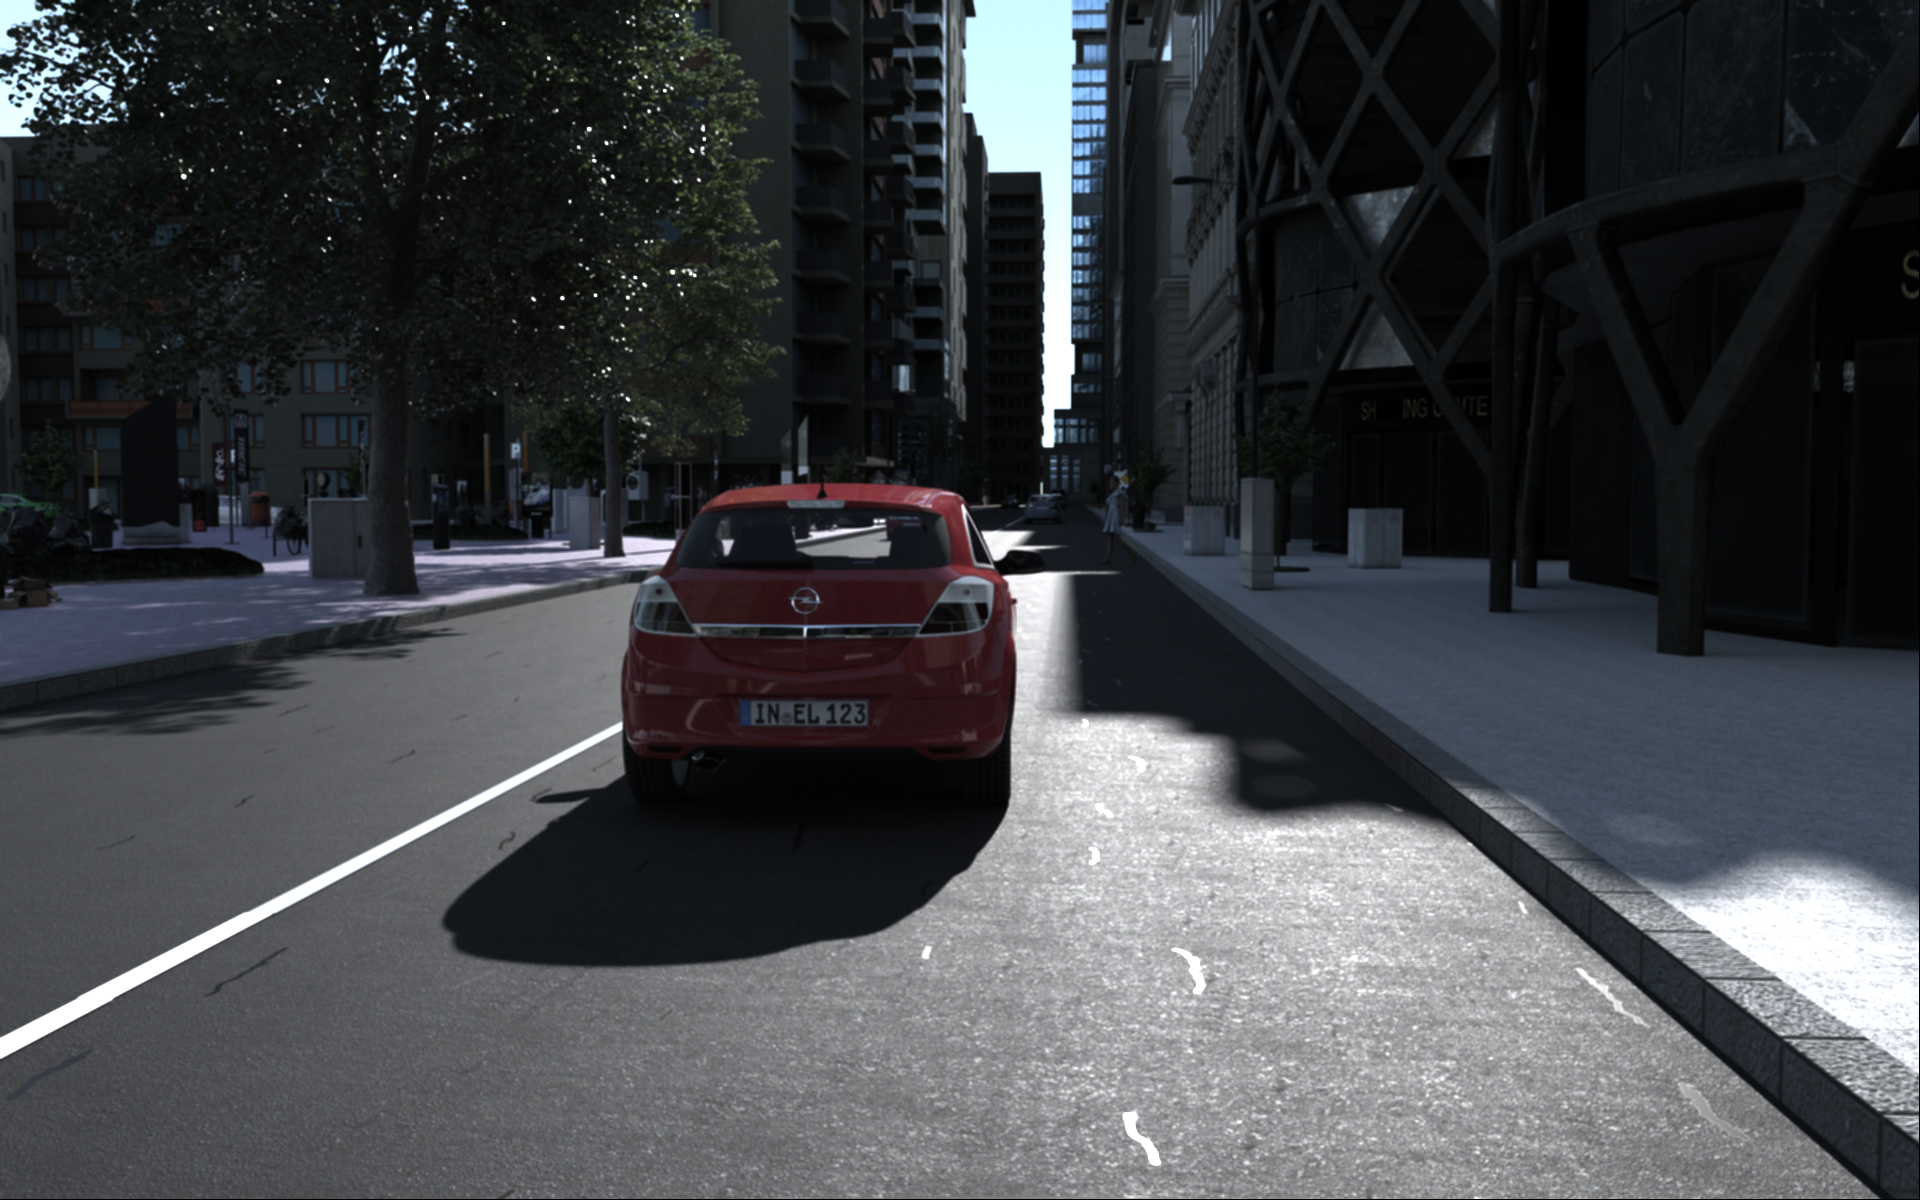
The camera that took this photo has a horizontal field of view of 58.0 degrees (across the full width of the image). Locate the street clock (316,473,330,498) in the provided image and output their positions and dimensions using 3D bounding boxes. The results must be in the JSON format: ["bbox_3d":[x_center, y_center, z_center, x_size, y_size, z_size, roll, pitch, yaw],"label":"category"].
[{"bbox_3d":[-21.545,-3.308,58.649,0.471,2.002,0.358,2,4,32],"label":"street clock"}]

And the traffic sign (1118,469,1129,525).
[{"bbox_3d":[6.629,-4.011,69.222,0.795,2.450,0.064,0,4,4],"label":"traffic sign"}]

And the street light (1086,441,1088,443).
[{"bbox_3d":[11.748,-10.985,152.140,1.470,5.913,1.316,0,4,4],"label":"street light"}]

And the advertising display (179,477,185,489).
[{"bbox_3d":[-28.818,-3.593,63.959,0.123,1.923,0.974,0,4,-6],"label":"advertising display"}]

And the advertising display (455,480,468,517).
[{"bbox_3d":[-22.646,-4.492,78.657,0.123,1.923,0.974,1,4,12],"label":"advertising display"}]

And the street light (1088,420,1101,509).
[{"bbox_3d":[8.957,-8.339,108.882,1.470,5.913,1.316,0,4,4],"label":"street light"}]

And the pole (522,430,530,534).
[{"bbox_3d":[-13.855,-3.757,55.273,0.158,3.312,0.155,0,3,0],"label":"pole"}]

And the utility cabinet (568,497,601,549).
[{"bbox_3d":[-8.785,-1.798,40.552,0.306,1.237,1.020,-3,5,-40],"label":"utility cabinet"}]

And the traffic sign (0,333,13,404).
[{"bbox_3d":[-7.018,-0.738,12.177,0.768,2.556,0.104,0,4,7],"label":"traffic sign"}]

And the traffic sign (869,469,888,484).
[{"bbox_3d":[-3.294,-4.050,69.864,0.795,2.450,0.064,0,4,4],"label":"traffic sign"}]

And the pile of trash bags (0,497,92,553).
[{"bbox_3d":[-16.990,-1.258,30.316,1.912,1.369,3.447,1,4,14],"label":"pile of trash bags"}]

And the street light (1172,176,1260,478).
[{"bbox_3d":[3.790,-3.233,25.400,1.470,5.913,1.316,0,4,4],"label":"street light"}]

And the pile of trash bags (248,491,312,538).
[{"bbox_3d":[-19.846,-2.581,51.953,1.912,1.369,3.447,2,4,27],"label":"pile of trash bags"}]

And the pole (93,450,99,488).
[{"bbox_3d":[-39.645,-5.240,79.515,0.158,3.312,0.155,0,3,0],"label":"pole"}]

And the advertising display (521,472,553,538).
[{"bbox_3d":[-12.273,-2.755,50.259,0.974,1.923,0.123,1,4,17],"label":"advertising display"}]

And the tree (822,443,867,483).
[{"bbox_3d":[-4.222,-4.293,64.789,1.663,3.219,1.824,0,3,0],"label":"tree"}]

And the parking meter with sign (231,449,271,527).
[{"bbox_3d":[-27.789,-4.382,67.900,0.543,3.016,1.738,1,4,18],"label":"parking meter with sign"}]

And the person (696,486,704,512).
[{"bbox_3d":[-11.208,-3.993,74.054,0.573,1.790,0.520,-1,4,-11],"label":"person"}]

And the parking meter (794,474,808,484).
[{"bbox_3d":[-4.546,-2.671,49.387,0.399,1.863,0.255,0,4,8],"label":"parking meter"}]

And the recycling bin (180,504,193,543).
[{"bbox_3d":[-20.641,-2.021,45.596,0.722,1.027,0.722,-1,4,-16],"label":"recycling bin"}]

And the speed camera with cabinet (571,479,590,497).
[{"bbox_3d":[-24.862,-7.307,113.798,2.038,3.252,0.660,1,4,22],"label":"speed camera with cabinet"}]

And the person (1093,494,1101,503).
[{"bbox_3d":[18.504,-13.646,232.428,1.217,1.723,0.721,1,4,13],"label":"person"}]

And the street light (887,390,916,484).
[{"bbox_3d":[-2.679,-6.428,77.644,1.470,5.913,1.316,0,4,4],"label":"street light"}]

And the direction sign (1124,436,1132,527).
[{"bbox_3d":[6.647,-4.644,67.933,0.379,3.537,0.876,1,4,15],"label":"direction sign"}]

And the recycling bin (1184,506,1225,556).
[{"bbox_3d":[5.115,-1.451,36.280,0.722,1.027,0.722,0,4,-5],"label":"recycling bin"}]

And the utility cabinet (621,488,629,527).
[{"bbox_3d":[-12.378,-3.319,62.943,0.318,1.500,1.173,1,4,9],"label":"utility cabinet"}]

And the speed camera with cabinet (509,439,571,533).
[{"bbox_3d":[-15.122,-4.151,62.197,2.038,3.252,0.660,-1,4,-13],"label":"speed camera with cabinet"}]

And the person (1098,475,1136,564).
[{"bbox_3d":[3.218,-1.646,35.500,0.778,1.811,0.616,0,4,-5],"label":"person"}]

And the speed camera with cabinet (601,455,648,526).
[{"bbox_3d":[-13.367,-4.562,68.927,2.038,3.252,0.660,2,4,31],"label":"speed camera with cabinet"}]

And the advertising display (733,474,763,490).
[{"bbox_3d":[-6.763,-3.065,55.324,0.974,1.923,0.123,-2,4,-24],"label":"advertising display"}]

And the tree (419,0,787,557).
[{"bbox_3d":[-7.510,-7.152,35.065,7.486,12.596,7.792,0,3,0],"label":"tree"}]

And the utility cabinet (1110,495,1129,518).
[{"bbox_3d":[8.631,-5.034,93.475,1.020,1.237,0.306,-1,4,-16],"label":"utility cabinet"}]

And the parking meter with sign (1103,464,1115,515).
[{"bbox_3d":[8.758,-6.389,100.724,0.543,3.016,1.738,0,4,-8],"label":"parking meter with sign"}]

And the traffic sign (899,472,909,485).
[{"bbox_3d":[-2.680,-4.863,81.634,0.606,2.300,0.079,1,4,10],"label":"traffic sign"}]

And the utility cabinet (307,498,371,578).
[{"bbox_3d":[-9.464,-0.947,26.646,1.020,1.237,0.306,-2,4,-32],"label":"utility cabinet"}]

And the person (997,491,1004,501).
[{"bbox_3d":[5.694,-13.851,234.599,1.348,1.869,0.705,2,4,25],"label":"person"}]

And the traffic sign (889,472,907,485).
[{"bbox_3d":[-2.794,-4.538,77.833,0.795,2.450,0.064,0,4,4],"label":"traffic sign"}]

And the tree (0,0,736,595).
[{"bbox_3d":[-7.303,-7.062,22.123,9.857,13.997,8.962,0,3,0],"label":"tree"}]

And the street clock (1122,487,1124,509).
[{"bbox_3d":[7.452,-4.604,79.845,0.358,2.002,0.471,-1,4,-15],"label":"street clock"}]

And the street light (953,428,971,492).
[{"bbox_3d":[0.058,-9.100,121.326,1.470,5.913,1.316,0,4,4],"label":"street light"}]

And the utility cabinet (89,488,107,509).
[{"bbox_3d":[-32.524,-3.469,65.404,0.318,1.500,1.173,-1,4,-11],"label":"utility cabinet"}]

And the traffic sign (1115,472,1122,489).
[{"bbox_3d":[7.271,-4.656,78.251,0.606,2.300,0.079,0,4,4],"label":"traffic sign"}]

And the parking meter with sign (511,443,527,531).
[{"bbox_3d":[-14.582,-3.874,59.606,0.543,3.016,1.738,2,4,35],"label":"parking meter with sign"}]

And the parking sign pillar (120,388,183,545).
[{"bbox_3d":[-20.493,-3.385,43.821,1.447,3.967,1.447,-1,4,-21],"label":"parking sign pillar"}]

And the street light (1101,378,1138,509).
[{"bbox_3d":[6.505,-5.911,69.181,1.470,5.913,1.316,0,4,4],"label":"street light"}]

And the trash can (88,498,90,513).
[{"bbox_3d":[-34.884,-3.571,70.032,0.748,1.137,0.748,0,3,0],"label":"trash can"}]

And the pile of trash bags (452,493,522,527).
[{"bbox_3d":[-18.243,-3.538,67.598,3.447,1.369,1.912,3,4,37],"label":"pile of trash bags"}]

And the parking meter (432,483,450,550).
[{"bbox_3d":[-12.043,-1.944,40.200,0.372,1.533,0.369,0,3,0],"label":"parking meter"}]

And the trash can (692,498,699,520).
[{"bbox_3d":[-10.532,-3.425,67.656,0.748,1.137,0.748,0,3,0],"label":"trash can"}]

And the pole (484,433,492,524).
[{"bbox_3d":[-15.919,-3.946,58.365,0.158,3.312,0.155,0,3,0],"label":"pole"}]

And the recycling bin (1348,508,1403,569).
[{"bbox_3d":[7.213,-1.073,30.099,0.722,1.027,0.722,-1,4,-11],"label":"recycling bin"}]

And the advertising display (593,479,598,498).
[{"bbox_3d":[-13.698,-3.574,63.641,0.123,1.923,0.974,3,4,36],"label":"advertising display"}]

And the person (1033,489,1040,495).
[{"bbox_3d":[5.631,-7.313,128.266,0.606,1.804,0.583,-1,4,-14],"label":"person"}]

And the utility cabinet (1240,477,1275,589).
[{"bbox_3d":[4.062,-0.914,23.626,0.318,1.500,1.173,0,4,2],"label":"utility cabinet"}]

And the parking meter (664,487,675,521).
[{"bbox_3d":[-9.850,-3.086,58.865,0.372,1.533,0.369,0,3,0],"label":"parking meter"}]

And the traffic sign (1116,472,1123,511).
[{"bbox_3d":[7.129,-4.498,77.192,0.795,2.450,0.064,0,4,4],"label":"traffic sign"}]
